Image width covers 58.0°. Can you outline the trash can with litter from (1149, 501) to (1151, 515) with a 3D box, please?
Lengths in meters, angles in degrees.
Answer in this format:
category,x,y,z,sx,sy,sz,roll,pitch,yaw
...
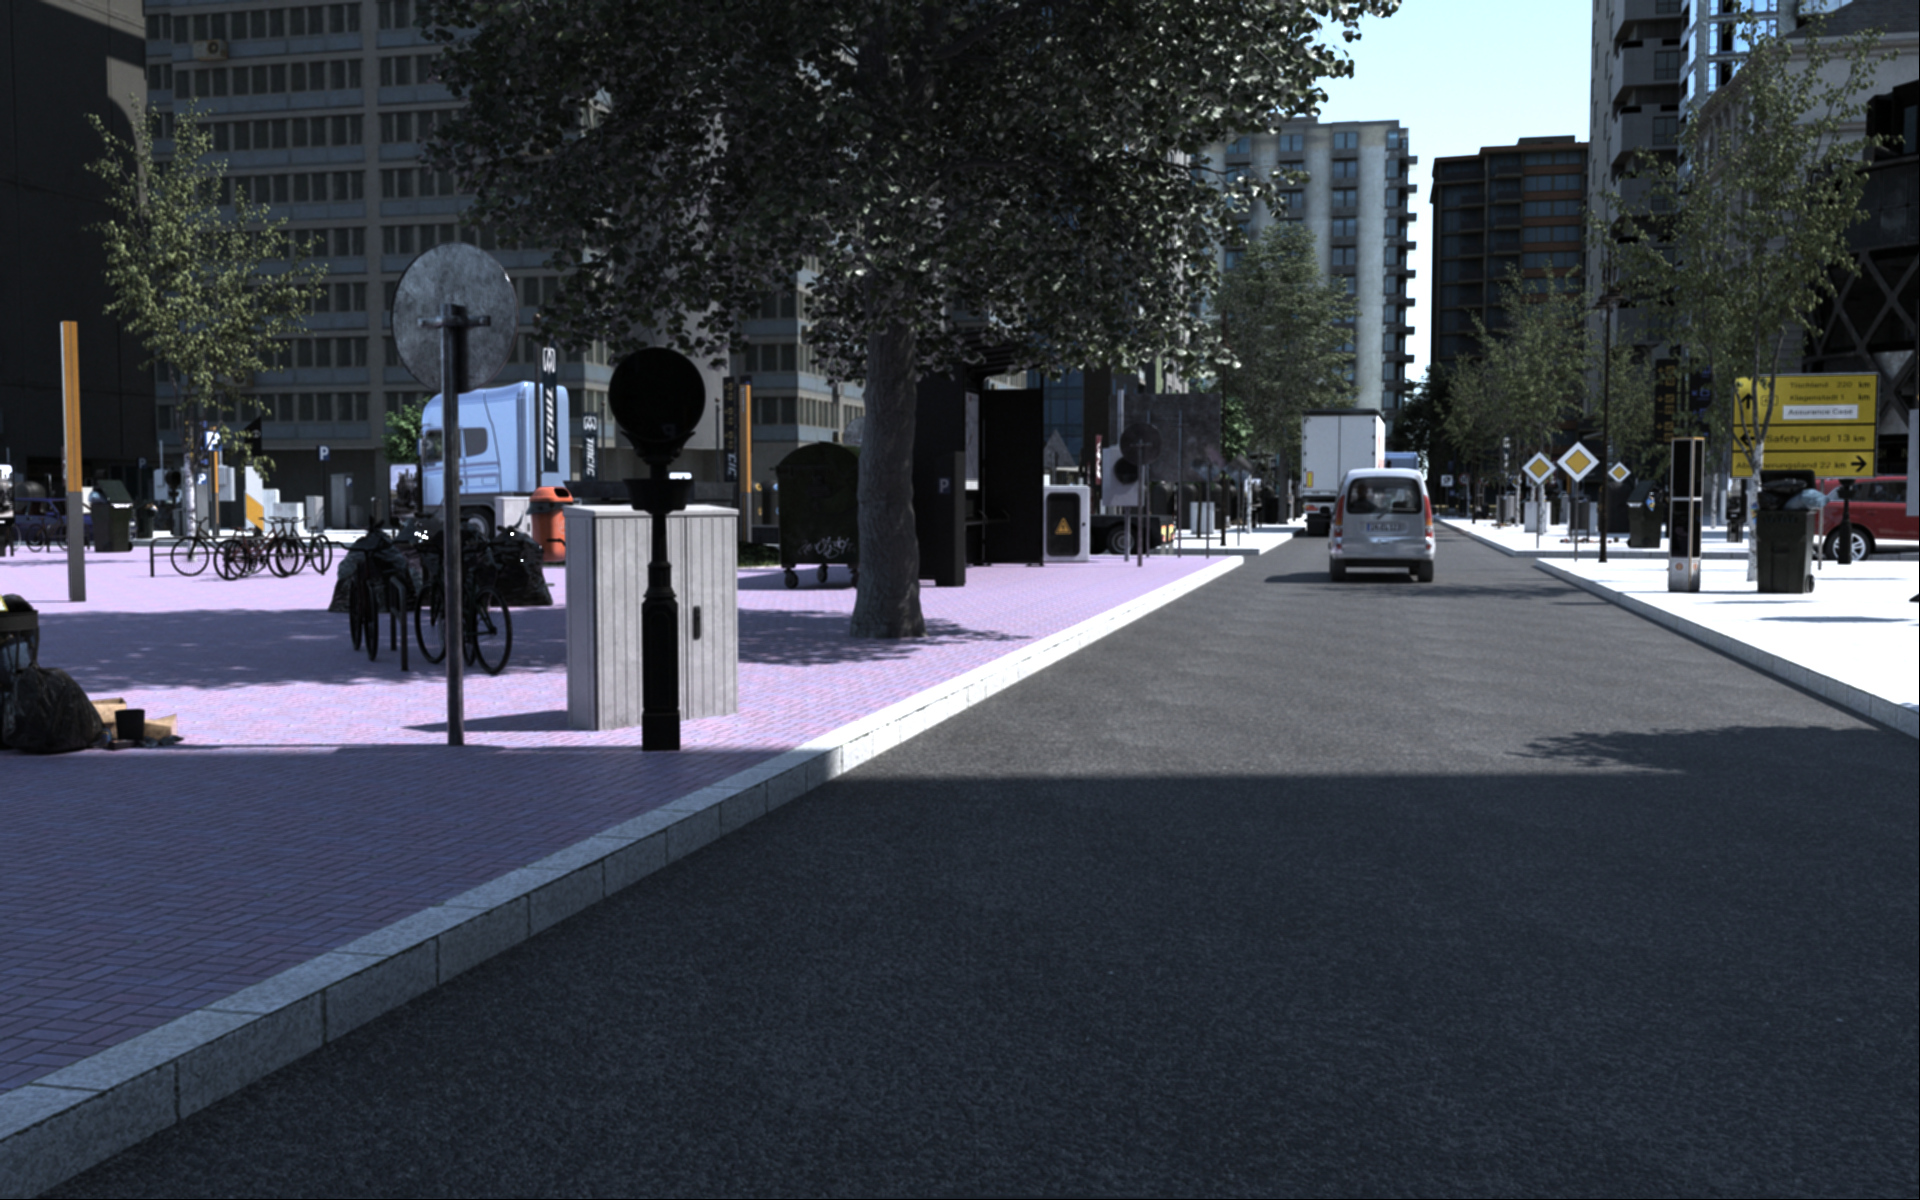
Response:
category,x,y,z,sx,sy,sz,roll,pitch,yaw
trash can with litter,10.769,-5.253,97.270,1.055,1.170,0.624,3,4,36

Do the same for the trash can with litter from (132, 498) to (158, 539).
category,x,y,z,sx,sy,sz,roll,pitch,yaw
trash can with litter,-23.434,-2.315,49.238,1.055,1.170,0.624,-3,5,-42

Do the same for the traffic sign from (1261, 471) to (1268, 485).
category,x,y,z,sx,sy,sz,roll,pitch,yaw
traffic sign,16.883,-5.931,97.081,0.768,2.556,0.104,1,4,16

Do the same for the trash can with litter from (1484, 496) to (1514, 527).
category,x,y,z,sx,sy,sz,roll,pitch,yaw
trash can with litter,21.812,-3.553,69.151,1.678,1.210,2.233,1,4,23

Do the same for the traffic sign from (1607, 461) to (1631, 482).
category,x,y,z,sx,sy,sz,roll,pitch,yaw
traffic sign,23.331,-3.679,61.343,0.795,2.450,0.064,1,4,22

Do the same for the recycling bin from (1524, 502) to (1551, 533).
category,x,y,z,sx,sy,sz,roll,pitch,yaw
recycling bin,19.218,-2.757,57.632,0.722,1.027,0.722,2,4,29

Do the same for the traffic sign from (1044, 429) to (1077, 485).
category,x,y,z,sx,sy,sz,roll,pitch,yaw
traffic sign,1.895,-2.119,34.649,0.884,2.594,0.081,1,4,20

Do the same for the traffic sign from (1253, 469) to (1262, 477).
category,x,y,z,sx,sy,sz,roll,pitch,yaw
traffic sign,14.895,-5.348,87.550,0.768,2.556,0.104,1,4,23

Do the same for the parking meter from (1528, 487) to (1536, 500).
category,x,y,z,sx,sy,sz,roll,pitch,yaw
parking meter,33.231,-5.804,100.614,0.399,1.863,0.255,0,4,6

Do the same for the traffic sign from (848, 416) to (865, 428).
category,x,y,z,sx,sy,sz,roll,pitch,yaw
traffic sign,-1.587,-1.729,28.380,0.768,2.556,0.104,1,4,22

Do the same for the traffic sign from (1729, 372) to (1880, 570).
category,x,y,z,sx,sy,sz,roll,pitch,yaw
traffic sign,14.193,-2.161,29.201,2.265,3.308,0.079,1,4,17

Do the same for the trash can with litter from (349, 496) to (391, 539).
category,x,y,z,sx,sy,sz,roll,pitch,yaw
trash can with litter,-17.184,-2.410,50.468,1.678,1.210,2.233,0,4,-5

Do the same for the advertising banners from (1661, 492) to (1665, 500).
category,x,y,z,sx,sy,sz,roll,pitch,yaw
advertising banners,36.785,-5.725,89.790,2.074,3.025,0.090,-3,4,-38

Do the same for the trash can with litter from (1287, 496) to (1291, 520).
category,x,y,z,sx,sy,sz,roll,pitch,yaw
trash can with litter,15.961,-4.586,86.365,1.055,1.170,0.624,0,4,1

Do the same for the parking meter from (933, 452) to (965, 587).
category,x,y,z,sx,sy,sz,roll,pitch,yaw
parking meter,-0.149,-1.122,24.057,0.399,1.863,0.255,3,5,40

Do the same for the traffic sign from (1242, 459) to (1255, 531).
category,x,y,z,sx,sy,sz,roll,pitch,yaw
traffic sign,9.761,-3.638,59.588,0.768,2.556,0.104,1,4,15

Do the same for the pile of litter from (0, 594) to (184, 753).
category,x,y,z,sx,sy,sz,roll,pitch,yaw
pile of litter,-4.887,0.302,9.021,1.719,0.858,1.176,2,4,27

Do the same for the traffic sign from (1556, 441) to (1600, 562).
category,x,y,z,sx,sy,sz,roll,pitch,yaw
traffic sign,11.684,-1.784,32.805,0.795,2.450,0.064,1,4,13

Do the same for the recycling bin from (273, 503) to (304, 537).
category,x,y,z,sx,sy,sz,roll,pitch,yaw
recycling bin,-19.726,-2.345,50.899,0.722,1.027,0.722,-1,4,-9

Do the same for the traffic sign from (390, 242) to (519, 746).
category,x,y,z,sx,sy,sz,roll,pitch,yaw
traffic sign,-2.579,-0.531,8.782,0.768,2.556,0.104,1,4,20

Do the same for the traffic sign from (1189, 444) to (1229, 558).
category,x,y,z,sx,sy,sz,roll,pitch,yaw
traffic sign,4.935,-1.884,34.440,0.795,2.450,0.064,1,4,13

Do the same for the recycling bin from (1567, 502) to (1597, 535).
category,x,y,z,sx,sy,sz,roll,pitch,yaw
recycling bin,19.392,-2.535,53.994,0.722,1.027,0.722,0,4,4

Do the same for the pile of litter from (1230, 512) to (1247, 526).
category,x,y,z,sx,sy,sz,roll,pitch,yaw
pile of litter,11.494,-3.478,70.830,1.176,0.858,1.719,2,4,29

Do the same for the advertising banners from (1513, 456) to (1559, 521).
category,x,y,z,sx,sy,sz,roll,pitch,yaw
advertising banners,26.770,-5.159,80.533,2.074,3.025,0.090,0,4,3

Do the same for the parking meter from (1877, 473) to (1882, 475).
category,x,y,z,sx,sy,sz,roll,pitch,yaw
parking meter,25.005,-2.529,47.054,0.255,1.863,0.399,-3,5,-45

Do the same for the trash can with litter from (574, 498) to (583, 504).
category,x,y,z,sx,sy,sz,roll,pitch,yaw
trash can with litter,-12.667,-2.928,58.935,2.233,1.210,1.678,-3,5,-42

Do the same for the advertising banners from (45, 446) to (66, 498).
category,x,y,z,sx,sy,sz,roll,pitch,yaw
advertising banners,-33.083,-4.083,62.952,2.074,3.025,0.090,1,4,11

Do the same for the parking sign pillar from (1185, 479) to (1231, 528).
category,x,y,z,sx,sy,sz,roll,pitch,yaw
parking sign pillar,9.460,-4.682,65.022,1.447,3.967,1.447,2,4,25

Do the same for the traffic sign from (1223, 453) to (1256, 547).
category,x,y,z,sx,sy,sz,roll,pitch,yaw
traffic sign,6.800,-2.359,42.205,0.795,2.450,0.064,1,4,13

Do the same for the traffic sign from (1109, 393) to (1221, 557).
category,x,y,z,sx,sy,sz,roll,pitch,yaw
traffic sign,4.135,-2.521,35.097,2.265,3.308,0.079,1,4,15

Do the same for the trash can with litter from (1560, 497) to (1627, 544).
category,x,y,z,sx,sy,sz,roll,pitch,yaw
trash can with litter,16.717,-2.110,45.561,2.233,1.210,1.678,-1,4,-10

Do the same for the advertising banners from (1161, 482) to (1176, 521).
category,x,y,z,sx,sy,sz,roll,pitch,yaw
advertising banners,10.196,-5.319,83.153,0.090,3.025,2.074,3,5,43

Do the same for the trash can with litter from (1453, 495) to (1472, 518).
category,x,y,z,sx,sy,sz,roll,pitch,yaw
trash can with litter,28.042,-5.163,95.468,1.678,1.210,2.233,1,4,22

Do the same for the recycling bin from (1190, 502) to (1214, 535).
category,x,y,z,sx,sy,sz,roll,pitch,yaw
recycling bin,7.717,-2.610,55.222,0.722,1.027,0.722,0,4,3

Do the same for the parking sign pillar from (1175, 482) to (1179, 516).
category,x,y,z,sx,sy,sz,roll,pitch,yaw
parking sign pillar,13.256,-6.929,101.762,1.447,3.967,1.447,-1,4,-16

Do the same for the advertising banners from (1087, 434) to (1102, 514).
category,x,y,z,sx,sy,sz,roll,pitch,yaw
advertising banners,3.743,-3.301,50.163,0.090,3.025,2.074,2,4,26

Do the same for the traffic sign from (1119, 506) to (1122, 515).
category,x,y,z,sx,sy,sz,roll,pitch,yaw
traffic sign,4.266,-2.808,46.023,0.768,2.556,0.104,1,4,18

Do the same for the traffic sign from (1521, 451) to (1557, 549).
category,x,y,z,sx,sy,sz,roll,pitch,yaw
traffic sign,13.548,-2.259,40.570,0.795,2.450,0.064,1,4,13

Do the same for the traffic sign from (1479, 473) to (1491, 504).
category,x,y,z,sx,sy,sz,roll,pitch,yaw
traffic sign,32.384,-6.531,106.883,0.768,2.556,0.104,1,4,21

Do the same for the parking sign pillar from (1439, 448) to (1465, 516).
category,x,y,z,sx,sy,sz,roll,pitch,yaw
parking sign pillar,28.846,-6.912,101.480,1.447,3.967,1.447,1,4,15

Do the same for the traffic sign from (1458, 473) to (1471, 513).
category,x,y,z,sx,sy,sz,roll,pitch,yaw
traffic sign,30.295,-6.358,104.064,0.768,2.556,0.104,1,4,21

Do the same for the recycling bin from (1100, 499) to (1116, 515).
category,x,y,z,sx,sy,sz,roll,pitch,yaw
recycling bin,7.275,-4.422,84.857,0.722,1.027,0.722,1,4,15

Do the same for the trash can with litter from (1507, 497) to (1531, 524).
category,x,y,z,sx,sy,sz,roll,pitch,yaw
trash can with litter,24.150,-3.870,74.658,1.055,1.170,0.624,0,4,1

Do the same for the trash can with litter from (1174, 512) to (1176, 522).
category,x,y,z,sx,sy,sz,roll,pitch,yaw
trash can with litter,9.885,-4.213,79.943,2.233,1.210,1.678,-2,4,-33

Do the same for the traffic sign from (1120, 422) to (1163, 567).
category,x,y,z,sx,sy,sz,roll,pitch,yaw
traffic sign,3.184,-1.865,30.591,0.768,2.556,0.104,1,4,16

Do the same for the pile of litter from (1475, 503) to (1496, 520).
category,x,y,z,sx,sy,sz,roll,pitch,yaw
pile of litter,26.451,-4.446,86.661,1.719,0.858,1.176,0,4,-2
